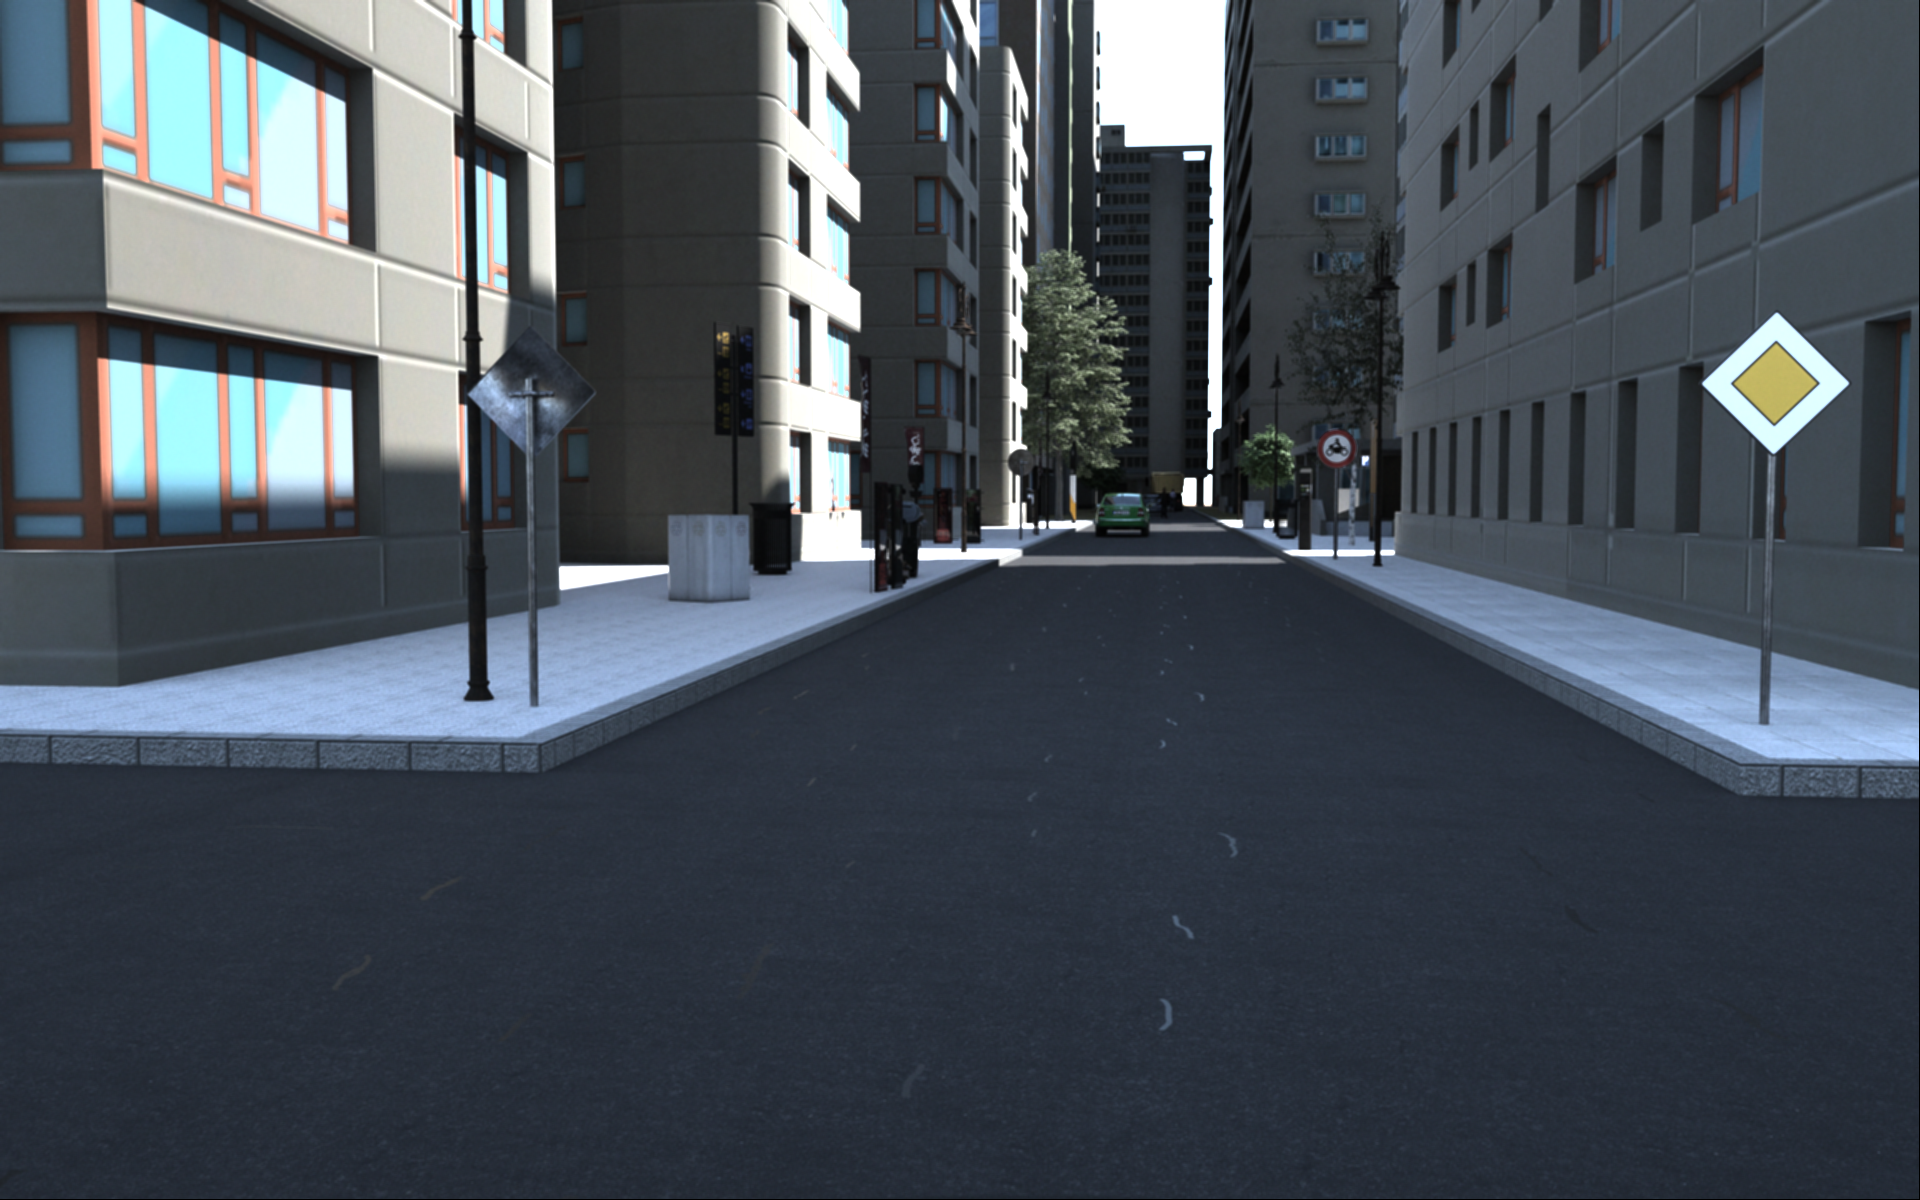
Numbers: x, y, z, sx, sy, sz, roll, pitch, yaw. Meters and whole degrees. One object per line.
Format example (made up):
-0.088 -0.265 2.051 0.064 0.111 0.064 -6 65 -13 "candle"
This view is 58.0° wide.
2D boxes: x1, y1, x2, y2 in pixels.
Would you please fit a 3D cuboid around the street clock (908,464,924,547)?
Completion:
-1.076 -2.303 42.224 0.358 2.002 0.471 1 4 21 "street clock"

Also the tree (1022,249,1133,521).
4.239 -9.969 81.115 7.486 12.596 7.792 0 3 0 "tree"

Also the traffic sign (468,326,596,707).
-2.571 -0.414 10.408 0.795 2.450 0.064 0 4 7 "traffic sign"

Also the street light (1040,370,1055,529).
3.256 -5.598 64.309 0.468 5.910 1.993 0 4 7 "street light"

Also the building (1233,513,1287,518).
27.282 -29.170 100.635 21.300 48.544 21.600 0 4 7 "building"

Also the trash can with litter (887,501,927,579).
-0.836 -0.918 26.390 0.624 1.170 1.055 0 4 2 "trash can with litter"

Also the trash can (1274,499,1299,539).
9.386 -2.326 49.681 0.748 1.137 0.748 0 3 0 "trash can"

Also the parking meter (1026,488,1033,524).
3.066 -4.106 75.547 0.372 1.533 0.369 0 3 0 "parking meter"

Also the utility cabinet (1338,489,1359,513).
16.223 -3.937 73.057 1.173 1.500 0.318 -1 4 -15 "utility cabinet"

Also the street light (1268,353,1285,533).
10.405 -5.151 57.003 0.468 5.910 1.993 0 4 7 "street light"

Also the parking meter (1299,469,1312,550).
7.872 -2.065 39.479 0.255 1.863 0.399 1 4 16 "parking meter"

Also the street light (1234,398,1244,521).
13.507 -6.789 83.795 0.468 5.910 1.993 0 4 7 "street light"

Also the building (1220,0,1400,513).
33.258 -31.947 146.033 21.300 48.544 21.600 0 4 7 "building"

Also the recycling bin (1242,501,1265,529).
10.838 -3.145 63.983 0.722 1.027 0.722 0 4 1 "recycling bin"

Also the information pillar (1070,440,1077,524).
4.921 -5.138 75.363 0.183 3.616 0.504 -1 4 -19 "information pillar"

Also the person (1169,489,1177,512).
16.988 -7.913 137.745 0.709 1.838 0.599 2 4 32 "person"

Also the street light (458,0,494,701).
-3.003 -2.315 10.630 0.468 5.910 1.993 0 4 7 "street light"

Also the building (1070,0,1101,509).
1.166 -32.190 150.002 21.600 48.544 21.300 0 4 7 "building"

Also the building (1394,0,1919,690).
21.981 -10.744 20.702 28.899 21.520 27.650 0 4 7 "building"

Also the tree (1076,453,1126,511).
11.192 -9.192 134.010 4.285 4.588 4.351 0 3 0 "tree"

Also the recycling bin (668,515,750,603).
-3.028 -0.510 20.895 0.722 1.027 0.722 3 4 36 "recycling bin"

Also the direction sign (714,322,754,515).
-3.022 -1.911 23.243 0.379 3.537 0.876 2 4 27 "direction sign"

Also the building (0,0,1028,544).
-12.437 -13.345 63.231 27.650 21.520 28.899 0 4 7 "building"

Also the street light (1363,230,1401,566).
7.420 -3.536 30.604 0.468 5.910 1.993 0 4 7 "street light"

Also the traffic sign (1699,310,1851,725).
4.474 -0.363 9.579 0.795 2.450 0.064 0 4 7 "traffic sign"

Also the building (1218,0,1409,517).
35.064 -26.379 123.176 32.217 40.220 23.993 0 4 7 "building"

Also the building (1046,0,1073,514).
-0.480 -25.876 106.665 14.154 41.232 14.086 0 4 7 "building"

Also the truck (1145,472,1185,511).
17.783 -9.370 149.130 3.469 3.379 9.791 0 4 5 "truck"

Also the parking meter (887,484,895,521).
-1.712 -2.062 42.128 0.372 1.533 0.369 0 3 0 "parking meter"

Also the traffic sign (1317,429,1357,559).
7.379 -2.071 33.967 0.768 2.556 0.104 1 4 8 "traffic sign"

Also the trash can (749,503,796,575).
-2.998 -0.979 27.666 0.748 1.137 0.748 0 3 0 "trash can"

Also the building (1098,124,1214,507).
14.779 -30.143 184.722 23.993 40.220 32.217 0 4 7 "building"

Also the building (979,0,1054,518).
-2.303 -27.060 92.541 14.600 45.320 14.200 0 4 7 "building"

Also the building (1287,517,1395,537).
27.861 -22.334 57.036 32.217 40.220 23.993 0 4 7 "building"

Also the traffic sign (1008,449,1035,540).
1.705 -2.963 48.543 0.768 2.556 0.104 1 4 16 "traffic sign"

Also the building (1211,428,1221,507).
41.499 -52.742 174.999 31.000 86.520 22.319 0 4 7 "building"

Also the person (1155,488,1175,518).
12.297 -5.852 104.209 1.348 1.821 0.705 -1 4 -20 "person"

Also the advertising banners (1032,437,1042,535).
2.422 -3.558 54.362 0.090 3.025 2.074 0 4 -3 "advertising banners"

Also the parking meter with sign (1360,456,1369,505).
17.785 -4.710 73.267 0.543 3.016 1.738 -3 5 -42 "parking meter with sign"

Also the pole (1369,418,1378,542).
11.187 -3.239 46.797 0.158 3.312 0.155 0 3 0 "pole"

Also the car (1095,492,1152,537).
5.632 -3.110 59.648 1.959 1.807 4.718 0 4 7 "car"

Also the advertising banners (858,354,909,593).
-1.030 -1.627 22.787 0.090 3.025 2.074 1 4 14 "advertising banners"

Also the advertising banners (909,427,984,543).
-0.412 -2.981 44.922 2.074 3.025 0.090 0 4 1 "advertising banners"

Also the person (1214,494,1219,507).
24.582 -9.362 164.834 1.065 1.426 0.557 -2 4 -29 "person"

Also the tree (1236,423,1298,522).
14.098 -5.823 78.923 4.285 4.588 4.351 0 3 0 "tree"

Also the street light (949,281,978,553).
0.086 -3.974 37.762 0.468 5.910 1.993 0 4 7 "street light"

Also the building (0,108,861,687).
-17.680 -11.114 26.761 27.650 21.520 28.899 0 4 7 "building"

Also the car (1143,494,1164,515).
13.064 -6.456 117.561 2.014 1.417 4.499 0 4 8 "car"

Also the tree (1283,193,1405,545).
9.883 -5.689 43.376 4.360 8.622 3.978 0 3 0 "tree"

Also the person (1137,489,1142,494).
10.819 -5.812 104.472 0.756 1.711 0.436 -2 4 -28 "person"
